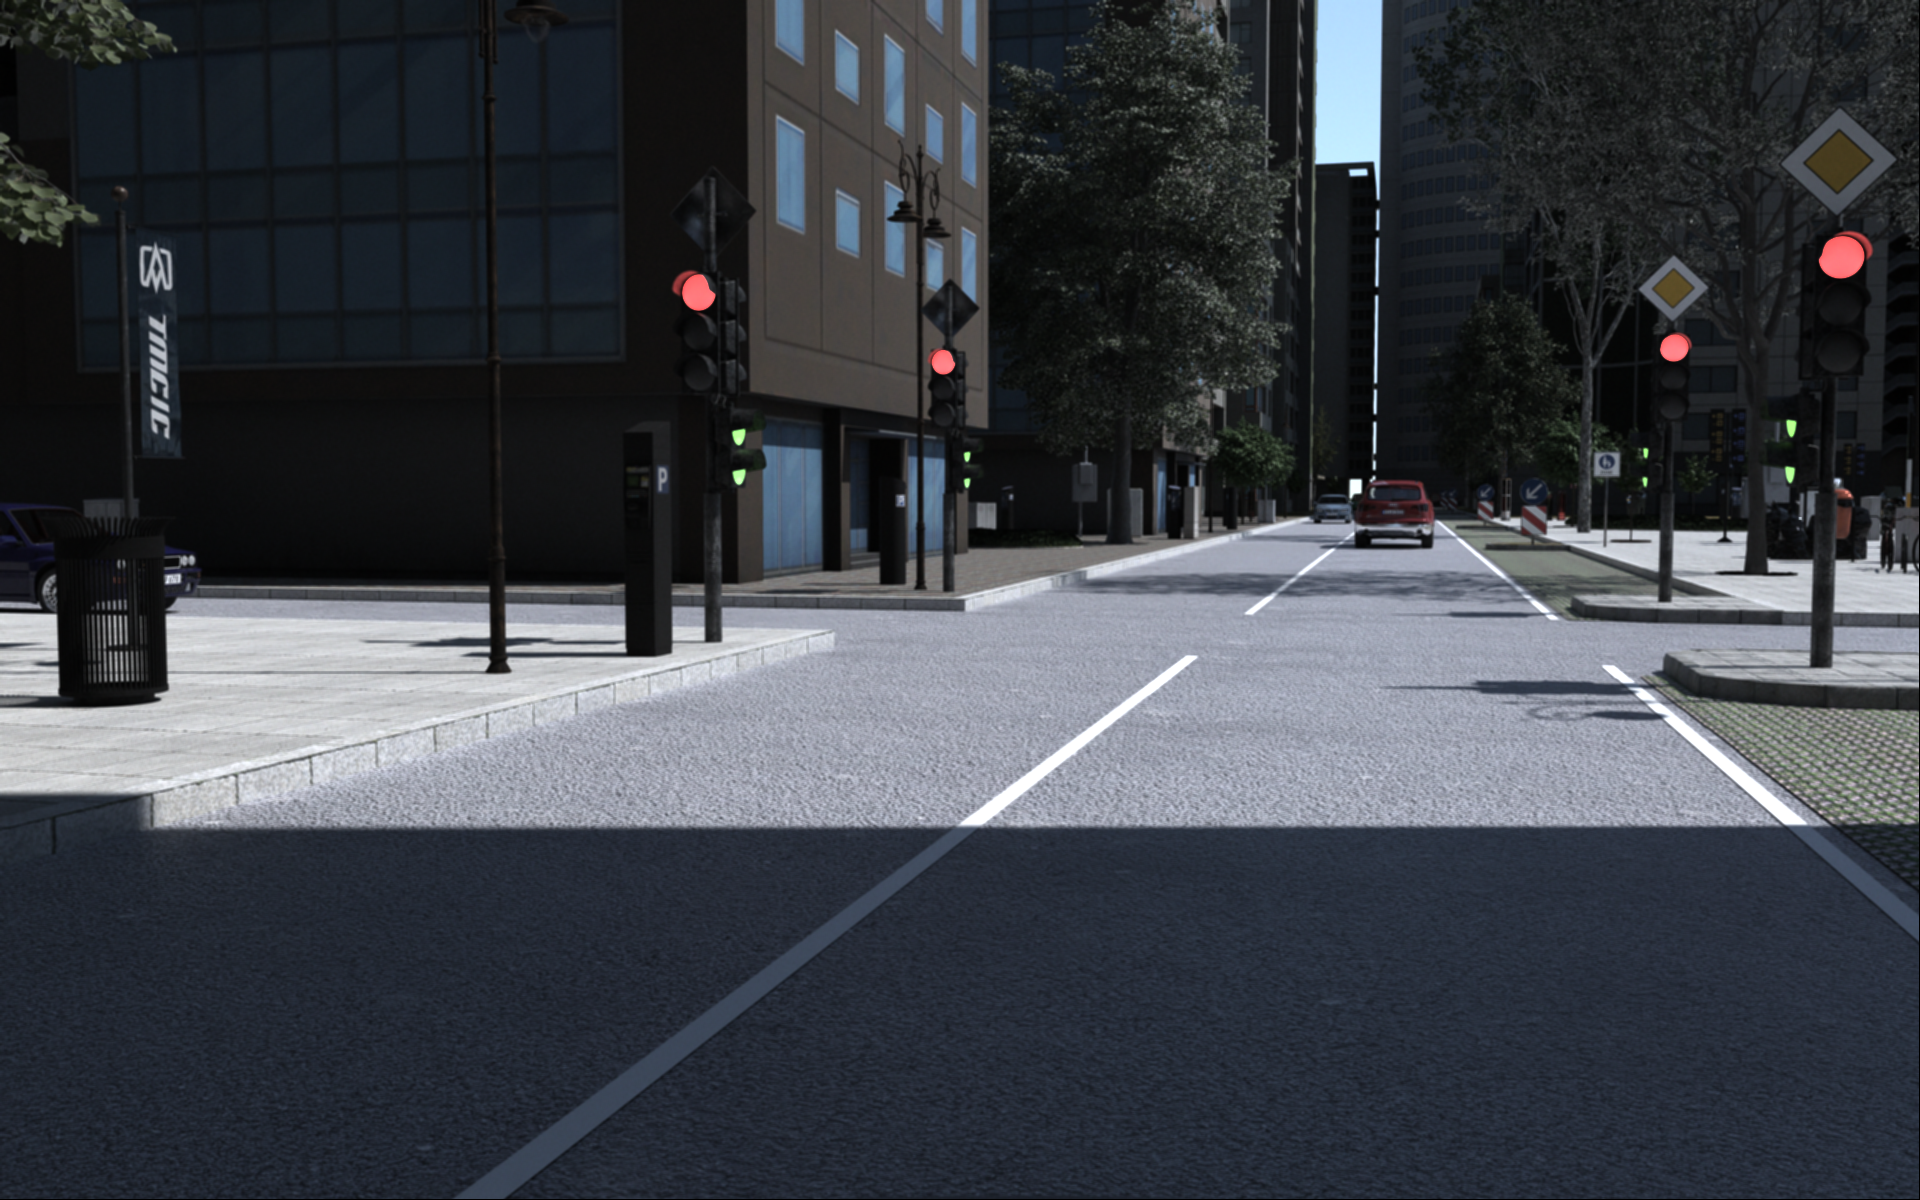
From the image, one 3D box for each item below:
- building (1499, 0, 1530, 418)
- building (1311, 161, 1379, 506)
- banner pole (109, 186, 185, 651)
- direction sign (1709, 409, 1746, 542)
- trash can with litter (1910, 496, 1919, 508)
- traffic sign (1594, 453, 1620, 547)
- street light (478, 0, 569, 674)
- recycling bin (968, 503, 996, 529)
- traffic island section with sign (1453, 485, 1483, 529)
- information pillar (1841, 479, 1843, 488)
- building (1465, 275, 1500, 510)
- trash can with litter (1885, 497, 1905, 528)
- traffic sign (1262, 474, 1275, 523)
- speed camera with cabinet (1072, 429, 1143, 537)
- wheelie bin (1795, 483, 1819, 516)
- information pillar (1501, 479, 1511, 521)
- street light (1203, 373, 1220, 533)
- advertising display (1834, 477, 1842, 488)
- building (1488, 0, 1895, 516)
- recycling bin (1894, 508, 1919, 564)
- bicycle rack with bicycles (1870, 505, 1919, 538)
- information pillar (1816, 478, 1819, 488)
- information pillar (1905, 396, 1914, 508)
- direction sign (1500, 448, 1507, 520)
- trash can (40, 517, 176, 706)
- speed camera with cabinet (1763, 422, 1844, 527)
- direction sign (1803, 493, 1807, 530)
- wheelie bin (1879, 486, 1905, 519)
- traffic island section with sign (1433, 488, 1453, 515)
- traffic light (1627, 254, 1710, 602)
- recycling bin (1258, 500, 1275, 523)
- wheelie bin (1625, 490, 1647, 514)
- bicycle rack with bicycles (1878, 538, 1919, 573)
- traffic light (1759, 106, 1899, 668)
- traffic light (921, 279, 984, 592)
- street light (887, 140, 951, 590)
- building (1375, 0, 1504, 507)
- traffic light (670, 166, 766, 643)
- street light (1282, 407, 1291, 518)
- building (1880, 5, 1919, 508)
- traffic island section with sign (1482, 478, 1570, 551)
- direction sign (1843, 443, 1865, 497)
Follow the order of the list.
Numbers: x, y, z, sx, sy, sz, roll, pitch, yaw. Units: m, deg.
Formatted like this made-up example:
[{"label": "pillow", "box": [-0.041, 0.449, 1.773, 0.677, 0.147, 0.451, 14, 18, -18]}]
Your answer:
[{"label": "building", "box": [47.072, -27.150, 127.505, 14.154, 41.232, 14.086, 1, 4, 14]}, {"label": "building", "box": [34.702, -30.763, 194.854, 23.993, 40.220, 32.217, 1, 4, 14]}, {"label": "banner pole", "box": [-6.766, -1.492, 14.412, 0.401, 3.779, 0.863, 1, 4, 17]}, {"label": "direction sign", "box": [20.372, -3.304, 46.025, 0.876, 3.537, 0.379, 1, 4, 13]}, {"label": "trash can with litter", "box": [46.502, -4.522, 84.990, 2.233, 1.210, 1.678, 3, 5, 41]}, {"label": "traffic sign", "box": [15.641, -2.435, 41.934, 0.606, 2.300, 0.079, 1, 4, 20]}, {"label": "street light", "box": [-3.317, -2.415, 12.270, 0.468, 5.910, 1.993, 1, 4, 14]}, {"label": "recycling bin", "box": [0.566, -2.301, 50.182, 0.722, 1.027, 0.722, -2, 4, -31]}, {"label": "traffic island section with sign", "box": [21.341, -3.804, 70.830, 1.989, 1.847, 2.006, 1, 4, 14]}, {"label": "information pillar", "box": [43.653, -4.995, 86.152, 0.304, 2.012, 0.304, -1, 4, -21]}, {"label": "building", "box": [58.035, -18.496, 147.445, 27.650, 21.520, 28.899, 1, 4, 14]}, {"label": "trash can with litter", "box": [35.379, -3.294, 65.239, 1.055, 1.170, 0.624, -2, 4, -35]}, {"label": "traffic sign", "box": [13.315, -4.610, 75.474, 0.768, 2.556, 0.104, 1, 4, 19]}, {"label": "speed camera with cabinet", "box": [4.384, -3.496, 51.503, 2.038, 3.252, 0.660, 0, 4, -4]}, {"label": "wheelie bin", "box": [25.176, -2.651, 51.245, 0.693, 1.594, 0.980, 0, 4, -6]}, {"label": "information pillar", "box": [26.367, -4.839, 83.616, 0.304, 2.012, 0.304, -2, 4, -29]}, {"label": "street light", "box": [8.302, -5.165, 57.238, 0.468, 5.910, 1.993, 1, 4, 14]}, {"label": "advertising display", "box": [33.812, -3.784, 67.077, 0.974, 1.923, 0.123, -2, 4, -35]}, {"label": "building", "box": [44.851, -40.999, 108.588, 20.563, 71.187, 20.611, 1, 4, 14]}, {"label": "recycling bin", "box": [17.980, -1.207, 32.287, 0.722, 1.027, 0.722, -1, 4, -15]}, {"label": "bicycle rack with bicycles", "box": [28.994, -2.567, 55.359, 2.925, 0.926, 2.852, -3, 5, -44]}, {"label": "information pillar", "box": [38.792, -4.502, 78.094, 0.304, 2.012, 0.304, 0, 4, 1]}, {"label": "information pillar", "box": [22.712, -3.064, 41.454, 0.183, 3.616, 0.504, 2, 4, 25]}, {"label": "direction sign", "box": [27.077, -5.752, 86.044, 0.379, 3.537, 0.876, 2, 4, 24]}, {"label": "trash can", "box": [-5.221, 0.061, 10.660, 0.748, 1.137, 0.748, 0, 3, 0]}, {"label": "speed camera with cabinet", "box": [22.231, -3.145, 45.760, 2.038, 3.252, 0.660, 1, 4, 11]}, {"label": "direction sign", "box": [21.461, -3.176, 43.930, 0.379, 3.537, 0.876, 3, 4, 36]}, {"label": "wheelie bin", "box": [38.655, -3.913, 71.891, 0.980, 1.594, 0.693, 1, 4, 9]}, {"label": "traffic island section with sign", "box": [33.904, -6.792, 119.672, 1.989, 1.847, 2.006, 1, 4, 14]}, {"label": "traffic light", "box": [8.358, -1.930, 20.468, 0.839, 4.253, 0.868, 1, 4, 14]}, {"label": "recycling bin", "box": [13.441, -3.879, 75.970, 0.722, 1.027, 0.722, 1, 4, 14]}, {"label": "wheelie bin", "box": [29.957, -4.207, 76.692, 0.980, 1.594, 0.693, -3, 4, -36]}, {"label": "bicycle rack with bicycles", "box": [16.303, -0.914, 28.325, 2.852, 0.926, 2.925, 2, 4, 28]}, {"label": "traffic light", "box": [6.369, -1.456, 12.734, 0.839, 4.253, 0.868, 1, 4, 14]}, {"label": "traffic light", "box": [-0.132, -2.062, 22.627, 0.839, 4.253, 0.868, 1, 4, 14]}, {"label": "street light", "box": [-0.529, -3.076, 23.076, 0.468, 5.910, 1.993, 1, 4, 14]}, {"label": "building", "box": [58.505, -39.148, 182.063, 28.212, 58.520, 21.231, 1, 4, 14]}, {"label": "traffic light", "box": [-2.121, -1.589, 14.893, 0.839, 4.253, 0.868, 1, 4, 14]}, {"label": "street light", "box": [17.317, -7.295, 92.066, 0.468, 5.910, 1.993, 1, 4, 14]}, {"label": "building", "box": [83.275, -30.467, 148.251, 14.200, 45.320, 14.600, 1, 4, 14]}, {"label": "traffic island section with sign", "box": [14.540, -2.188, 44.396, 1.989, 1.847, 2.006, 1, 4, 14]}, {"label": "direction sign", "box": [39.962, -5.228, 77.471, 0.876, 3.537, 0.379, 3, 5, 41]}]
